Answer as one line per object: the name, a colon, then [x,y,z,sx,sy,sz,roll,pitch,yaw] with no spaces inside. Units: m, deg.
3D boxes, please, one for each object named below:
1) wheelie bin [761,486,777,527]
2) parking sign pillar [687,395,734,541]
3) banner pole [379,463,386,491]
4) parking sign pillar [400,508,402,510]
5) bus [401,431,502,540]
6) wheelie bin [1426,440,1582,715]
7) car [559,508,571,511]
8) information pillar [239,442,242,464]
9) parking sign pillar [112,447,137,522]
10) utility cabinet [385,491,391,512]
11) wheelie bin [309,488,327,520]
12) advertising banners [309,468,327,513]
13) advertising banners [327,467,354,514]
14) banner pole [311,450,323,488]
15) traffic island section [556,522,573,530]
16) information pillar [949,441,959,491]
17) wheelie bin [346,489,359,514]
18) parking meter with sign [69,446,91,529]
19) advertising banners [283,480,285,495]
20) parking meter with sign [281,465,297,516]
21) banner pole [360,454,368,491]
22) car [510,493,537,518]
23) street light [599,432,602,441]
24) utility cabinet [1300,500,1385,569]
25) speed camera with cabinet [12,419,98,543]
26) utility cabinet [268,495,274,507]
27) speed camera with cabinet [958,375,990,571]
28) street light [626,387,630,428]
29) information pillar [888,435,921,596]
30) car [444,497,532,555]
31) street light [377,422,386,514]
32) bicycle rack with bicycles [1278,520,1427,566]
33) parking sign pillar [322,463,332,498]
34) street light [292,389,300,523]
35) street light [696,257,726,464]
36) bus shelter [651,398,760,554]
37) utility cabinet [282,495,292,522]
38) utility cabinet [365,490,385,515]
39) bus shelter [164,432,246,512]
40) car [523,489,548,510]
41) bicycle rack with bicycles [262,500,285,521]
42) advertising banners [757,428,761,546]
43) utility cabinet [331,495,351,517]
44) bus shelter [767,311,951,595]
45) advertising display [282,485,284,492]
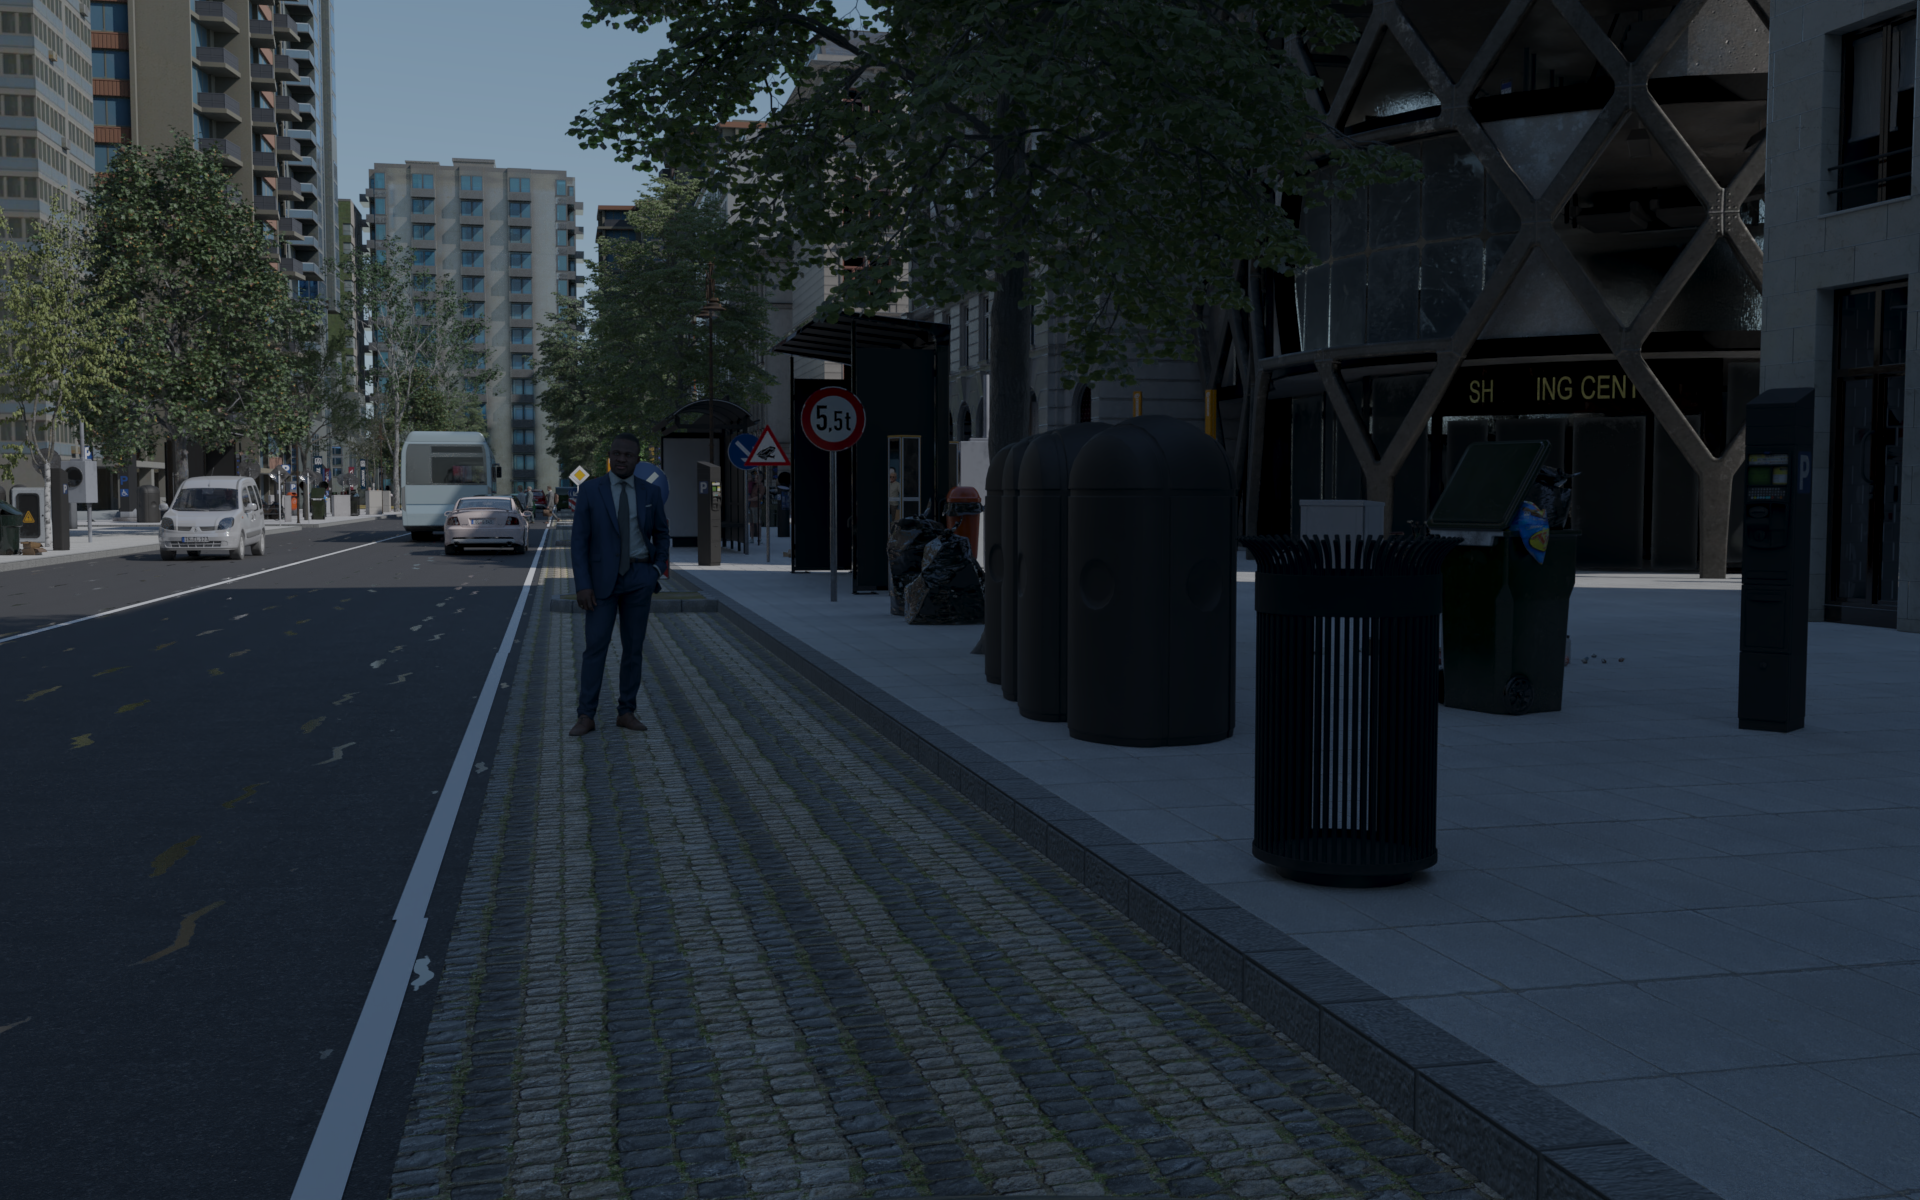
wheelie bin: [-7.374,-3.636,67.352,0.693,1.594,0.980,3,5,40]
parking sign pillar: [-6.842,-3.618,47.626,1.447,3.967,1.447,2,4,25]
banner pole: [-45.955,-9.047,137.933,0.863,3.779,0.401,2,4,24]
parking sign pillar: [-43.754,-9.078,136.905,1.447,3.967,1.447,0,4,-2]
bus: [-16.760,-3.826,57.417,2.948,3.499,13.247,-1,4,-14]
wheelie bin: [3.241,-0.150,10.358,0.693,1.594,0.980,-2,4,-28]
car: [-31.563,-7.757,139.410,1.945,1.354,3.894,-1,4,-15]
information pillar: [-32.458,-5.313,78.215,0.183,3.616,0.504,-1,4,-18]
parking sign pillar: [-39.044,-5.678,81.299,1.447,3.967,1.447,-1,4,-10]
utility cabinet: [-40.244,-6.842,120.542,1.173,1.500,0.318,0,4,2]
wheelie bin: [-32.026,-4.800,86.384,0.980,1.594,0.693,-1,4,-10]
advertising banners: [-43.049,-7.359,116.506,0.090,3.025,2.074,1,4,18]
advertising banners: [-39.246,-6.971,110.159,0.090,3.025,2.074,2,4,25]
banner pole: [-37.032,-6.702,99.594,0.863,3.779,0.401,-3,5,-41]
traffic island section: [-15.355,-2.935,70.273,2.009,0.180,2.903,-1,4,-13]
information pillar: [-0.227,-1.206,24.216,0.304,2.012,0.304,-3,4,-37]
wheelie bin: [-39.519,-6.402,112.577,0.693,1.594,0.980,3,5,44]
parking meter with sign: [-32.702,-4.098,63.266,1.738,3.016,0.543,0,3,0]
advertising banners: [-44.490,-7.196,113.836,0.090,3.025,2.074,-2,4,-30]
parking meter with sign: [-39.524,-6.487,102.316,0.543,3.016,1.738,-3,5,-41]
banner pole: [-37.372,-7.265,108.803,0.401,3.779,0.863,2,4,24]
car: [-26.719,-5.902,105.291,1.959,1.807,4.718,-1,4,-13]
street light: [-23.623,-8.660,114.378,0.468,5.910,1.993,-1,4,-13]
utility cabinet: [4.050,-0.443,18.398,0.306,1.237,1.020,-2,4,-29]
speed camera with cabinet: [-23.839,-3.134,45.576,2.038,3.252,0.660,0,4,4]
utility cabinet: [-42.746,-5.949,108.435,0.306,1.237,1.020,3,5,39]
speed camera with cabinet: [0.215,-2.150,29.490,0.660,3.252,2.038,0,4,-3]
street light: [-13.385,-5.961,70.242,0.468,5.910,1.993,-1,4,-13]
information pillar: [-0.699,-1.057,21.780,0.304,2.012,0.304,-3,4,-36]
car: [-11.551,-1.834,42.347,2.083,1.381,4.827,-1,4,-13]
street light: [-37.372,-8.506,111.864,0.468,5.910,1.993,-1,4,-13]
bicycle rack with bicycles: [5.793,-0.624,23.583,2.925,0.926,2.852,1,4,11]
parking sign pillar: [-48.684,-8.823,132.735,1.447,3.967,1.447,1,4,14]
street light: [-28.941,-6.287,75.582,0.468,5.910,1.993,-1,4,-13]
street light: [-4.879,-3.742,33.977,0.468,5.910,1.993,-1,4,-13]
bus shelter: [-5.852,-2.778,39.349,2.014,3.302,5.546,-1,4,-13]
utility cabinet: [-30.841,-4.176,79.445,0.306,1.237,1.020,-1,4,-22]
utility cabinet: [-36.164,-6.002,106.816,0.318,1.500,1.173,1,4,20]
bus shelter: [-27.958,-4.469,64.352,1.731,3.624,6.357,-1,4,-13]
car: [-33.289,-7.746,135.321,2.281,1.827,5.304,-1,4,-13]
bicycle rack with bicycles: [-33.633,-4.240,82.709,2.852,0.926,2.925,1,4,22]
advertising banners: [-5.042,-2.883,43.330,0.090,3.025,2.074,0,4,-6]
utility cabinet: [-35.410,-5.376,99.060,0.306,1.237,1.020,3,5,40]
bus shelter: [-1.568,-2.070,25.125,1.731,3.624,6.357,-1,4,-13]
advertising display: [-46.059,-6.851,117.224,0.123,1.923,0.974,0,4,5]
